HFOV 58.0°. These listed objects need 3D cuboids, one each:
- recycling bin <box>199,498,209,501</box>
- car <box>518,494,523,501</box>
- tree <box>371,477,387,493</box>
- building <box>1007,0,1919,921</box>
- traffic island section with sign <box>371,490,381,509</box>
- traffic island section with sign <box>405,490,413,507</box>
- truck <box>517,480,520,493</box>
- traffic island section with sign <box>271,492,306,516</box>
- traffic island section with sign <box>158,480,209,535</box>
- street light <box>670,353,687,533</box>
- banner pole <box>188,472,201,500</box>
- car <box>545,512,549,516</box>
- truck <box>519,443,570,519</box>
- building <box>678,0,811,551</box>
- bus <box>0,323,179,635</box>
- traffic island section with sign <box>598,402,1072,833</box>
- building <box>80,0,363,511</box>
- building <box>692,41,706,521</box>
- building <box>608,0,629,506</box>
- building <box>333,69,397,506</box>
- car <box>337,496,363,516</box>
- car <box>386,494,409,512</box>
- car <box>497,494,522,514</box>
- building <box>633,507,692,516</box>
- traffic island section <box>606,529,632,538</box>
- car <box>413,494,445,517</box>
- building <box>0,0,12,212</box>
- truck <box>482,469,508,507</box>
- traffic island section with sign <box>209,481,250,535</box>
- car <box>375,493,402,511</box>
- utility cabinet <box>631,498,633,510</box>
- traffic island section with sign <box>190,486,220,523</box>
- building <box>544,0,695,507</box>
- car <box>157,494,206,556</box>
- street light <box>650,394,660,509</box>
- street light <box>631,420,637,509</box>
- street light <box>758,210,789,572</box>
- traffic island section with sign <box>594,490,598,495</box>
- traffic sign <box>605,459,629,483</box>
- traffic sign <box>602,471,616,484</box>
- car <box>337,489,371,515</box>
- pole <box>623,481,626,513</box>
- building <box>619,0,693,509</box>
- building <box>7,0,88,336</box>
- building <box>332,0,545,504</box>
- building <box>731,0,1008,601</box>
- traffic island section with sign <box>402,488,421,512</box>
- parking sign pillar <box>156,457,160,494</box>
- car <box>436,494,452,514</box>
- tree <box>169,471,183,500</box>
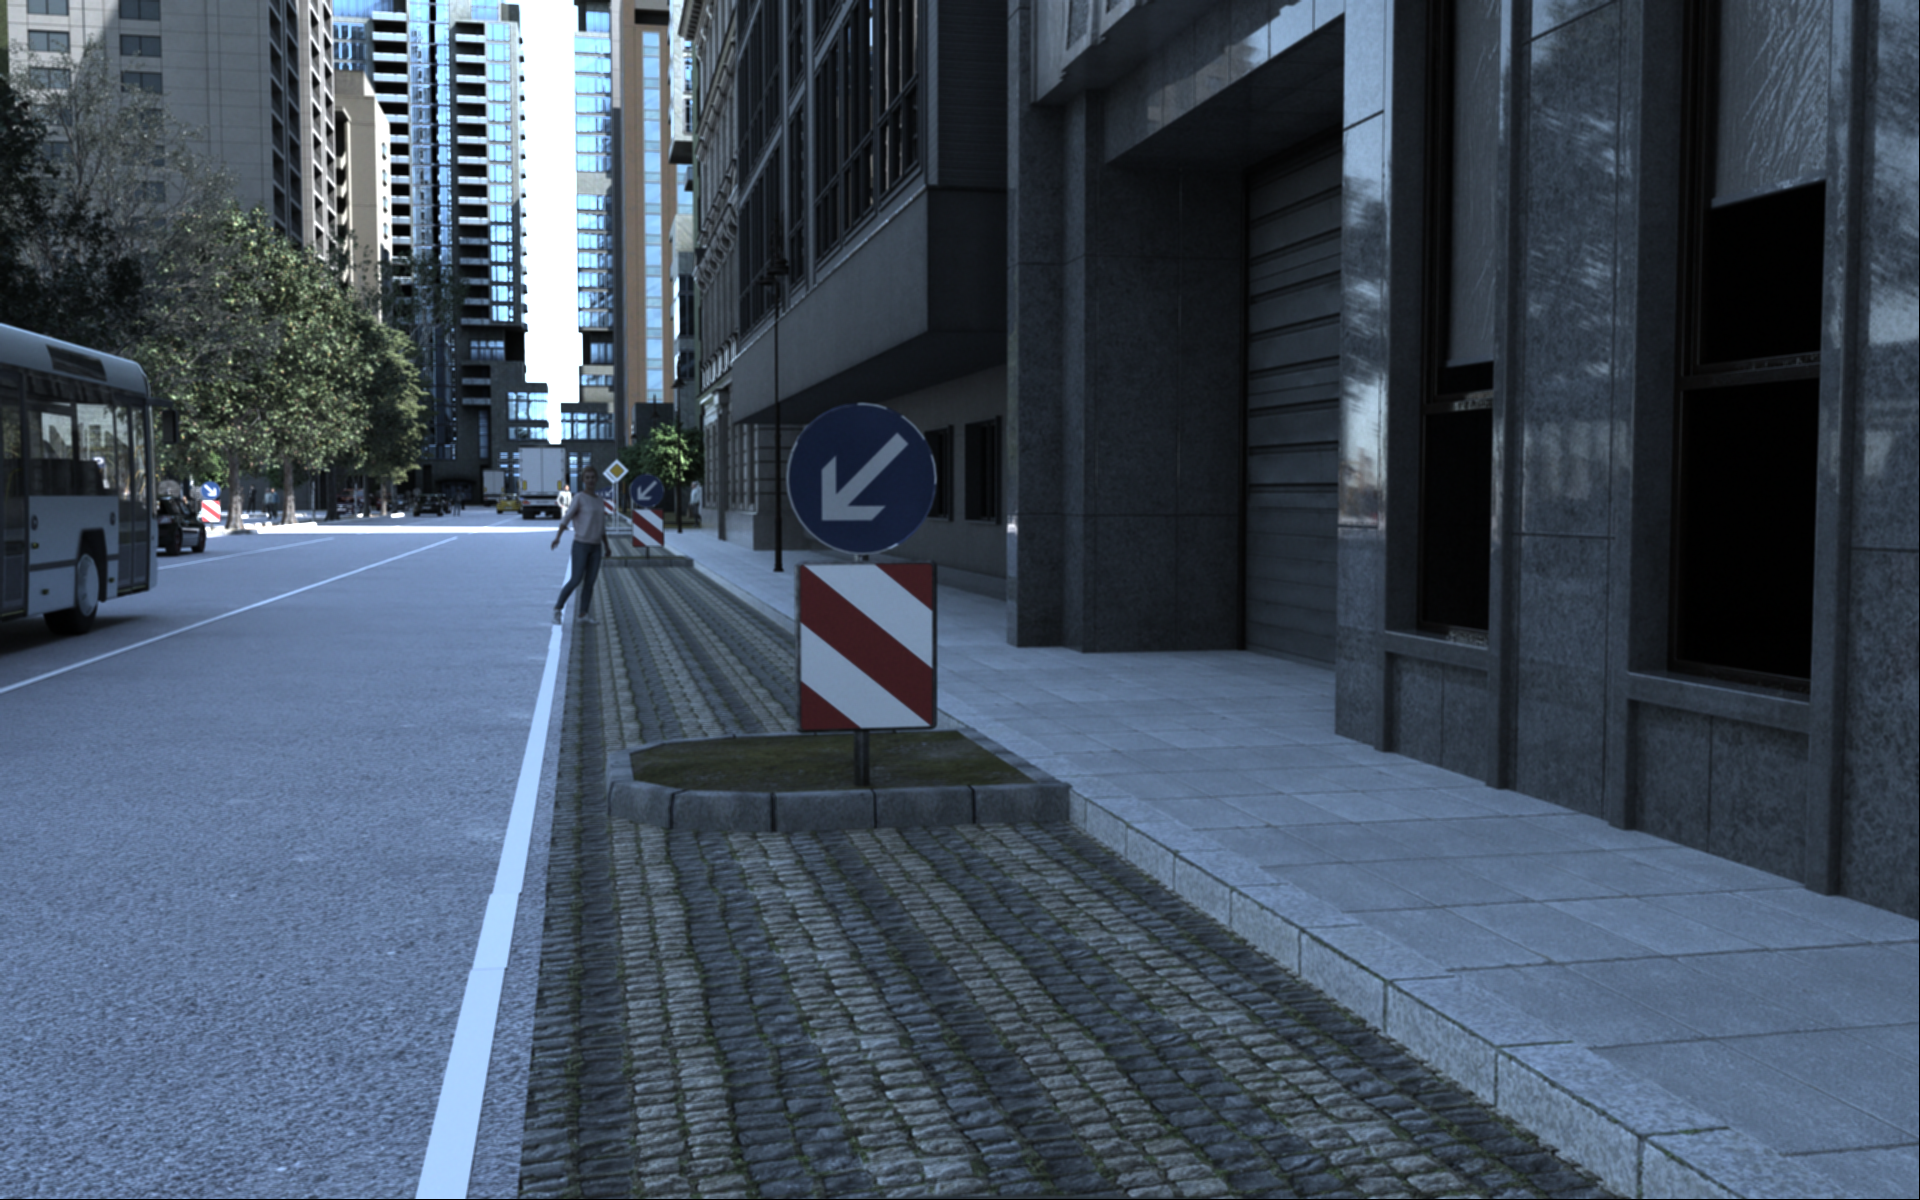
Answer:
[{"bbox_3d":[-55.687,-7.029,127.473,0.722,1.027,0.722,-3,4,-37],"label":"recycling bin"},{"bbox_3d":[-43.891,-10.098,174.689,1.945,1.707,3.694,-1,4,-11],"label":"car"},{"bbox_3d":[-62.486,-11.697,185.847,1.663,3.219,1.824,0,3,0],"label":"tree"},{"bbox_3d":[8.368,-11.477,5.665,12.078,24.808,19.932,-1,4,-12],"label":"building"},{"bbox_3d":[-54.013,-9.327,161.128,1.989,1.847,2.006,-1,4,-12],"label":"traffic island section with sign"},{"bbox_3d":[-59.734,-10.943,187.542,1.989,1.847,2.006,-1,4,-12],"label":"traffic island section with sign"},{"bbox_3d":[-49.112,-12.391,198.519,3.469,3.379,9.791,-1,4,-12],"label":"truck"},{"bbox_3d":[-43.393,-6.320,111.959,1.989,1.847,2.006,-1,4,-12],"label":"traffic island section with sign"},{"bbox_3d":[-24.964,-2.829,54.394,2.006,1.907,1.989,-1,4,-12],"label":"traffic island section with sign"},{"bbox_3d":[-9.246,-5.150,56.997,0.468,5.910,1.993,-1,4,-12],"label":"street light"},{"bbox_3d":[-50.421,-7.586,114.044,0.401,3.779,0.863,3,4,36],"label":"banner pole"},{"bbox_3d":[-26.274,-6.199,113.352,2.014,1.417,4.499,-1,4,-13],"label":"car"},{"bbox_3d":[-24.376,-6.891,101.584,2.839,4.237,11.283,-1,4,-12],"label":"truck"},{"bbox_3d":[-2.005,-11.251,48.587,10.561,19.102,19.286,-1,4,-12],"label":"building"},{"bbox_3d":[-9.552,-1.212,14.671,2.948,3.499,13.247,-1,4,-12],"label":"bus"},{"bbox_3d":[-0.684,0.022,8.269,1.989,1.847,2.006,-1,4,-12],"label":"traffic island section with sign"},{"bbox_3d":[-67.048,-44.182,160.630,20.563,71.187,20.611,-1,4,-12],"label":"building"},{"bbox_3d":[-6.663,-19.371,88.422,14.160,30.474,14.107,-1,4,-12],"label":"building"},{"bbox_3d":[-29.392,-40.223,199.642,21.231,58.520,28.212,-1,4,-12],"label":"building"},{"bbox_3d":[-75.612,-34.877,193.943,21.600,48.544,21.300,-1,4,-12],"label":"building"},{"bbox_3d":[-40.241,-6.170,113.459,1.945,1.354,3.894,-1,4,-11],"label":"car"},{"bbox_3d":[-45.929,-8.024,140.972,2.009,1.686,4.222,-1,4,-12],"label":"car"},{"bbox_3d":[-33.017,-7.149,127.105,2.015,1.641,3.980,-1,4,-11],"label":"car"},{"bbox_3d":[-10.854,-49.195,117.008,22.319,86.520,31.000,-1,4,-12],"label":"building"},{"bbox_3d":[-11.241,-2.130,57.106,2.009,0.180,2.903,-1,4,-12],"label":"traffic island section"},{"bbox_3d":[-34.399,-6.255,112.057,2.009,1.686,4.222,-1,4,-14],"label":"car"},{"bbox_3d":[-101.178,-39.591,189.312,28.212,58.520,21.231,-1,4,-12],"label":"building"},{"bbox_3d":[-53.128,-12.784,197.924,2.839,4.237,11.283,-1,4,-14],"label":"truck"},{"bbox_3d":[-26.520,-3.272,61.637,2.006,1.907,1.989,-1,4,-12],"label":"traffic island section with sign"},{"bbox_3d":[-48.702,-8.484,147.751,2.155,1.783,4.494,-1,4,-13],"label":"car"},{"bbox_3d":[-24.753,-7.612,133.135,0.318,1.500,1.173,3,5,39],"label":"utility cabinet"},{"bbox_3d":[-37.642,-4.691,85.330,1.989,1.847,2.006,-1,4,-12],"label":"traffic island section with sign"},{"bbox_3d":[-39.426,-56.195,231.451,31.000,86.520,22.319,-1,4,-12],"label":"building"},{"bbox_3d":[-19.172,-1.918,41.152,2.009,1.686,4.222,-1,4,-12],"label":"car"},{"bbox_3d":[-14.062,-6.551,79.898,0.468,5.910,1.993,-1,4,-12],"label":"street light"},{"bbox_3d":[-20.464,-8.318,108.794,0.468,5.910,1.993,-1,4,-12],"label":"street light"},{"bbox_3d":[-3.004,-3.407,28.500,0.468,5.910,1.993,-1,4,-12],"label":"street light"},{"bbox_3d":[-6.384,-1.590,34.617,1.989,1.847,2.006,-1,4,-12],"label":"traffic island section with sign"},{"bbox_3d":[-11.263,-3.353,57.018,0.795,2.593,0.064,-1,4,-12],"label":"traffic sign"},{"bbox_3d":[-12.951,-3.831,64.824,0.795,2.593,0.064,-1,4,-12],"label":"traffic sign"},{"bbox_3d":[-42.632,-6.916,121.751,2.281,1.827,5.304,-1,4,-14],"label":"car"},{"bbox_3d":[-22.577,-7.500,116.465,0.158,3.312,0.155,0,3,0],"label":"pole"},{"bbox_3d":[-21.762,-30.474,148.358,14.600,45.320,14.200,-1,4,-12],"label":"building"},{"bbox_3d":[-62.745,-42.949,140.472,20.563,71.187,20.611,-1,4,-12],"label":"building"},{"bbox_3d":[-69.574,-55.752,224.210,31.000,86.520,22.319,-1,4,-12],"label":"building"},{"bbox_3d":[4.362,-14.310,27.471,14.314,27.812,24.014,-1,4,-12],"label":"building"},{"bbox_3d":[-42.414,-7.764,135.081,2.006,1.907,1.989,-1,4,-12],"label":"traffic island section with sign"},{"bbox_3d":[-54.055,-7.795,115.914,1.447,3.967,1.447,-1,4,-11],"label":"parking sign pillar"},{"bbox_3d":[-38.399,-7.189,127.320,2.009,1.686,4.222,-1,4,-12],"label":"car"},{"bbox_3d":[-56.116,-10.628,124.133,4.360,8.622,3.978,0,3,0],"label":"tree"}]
